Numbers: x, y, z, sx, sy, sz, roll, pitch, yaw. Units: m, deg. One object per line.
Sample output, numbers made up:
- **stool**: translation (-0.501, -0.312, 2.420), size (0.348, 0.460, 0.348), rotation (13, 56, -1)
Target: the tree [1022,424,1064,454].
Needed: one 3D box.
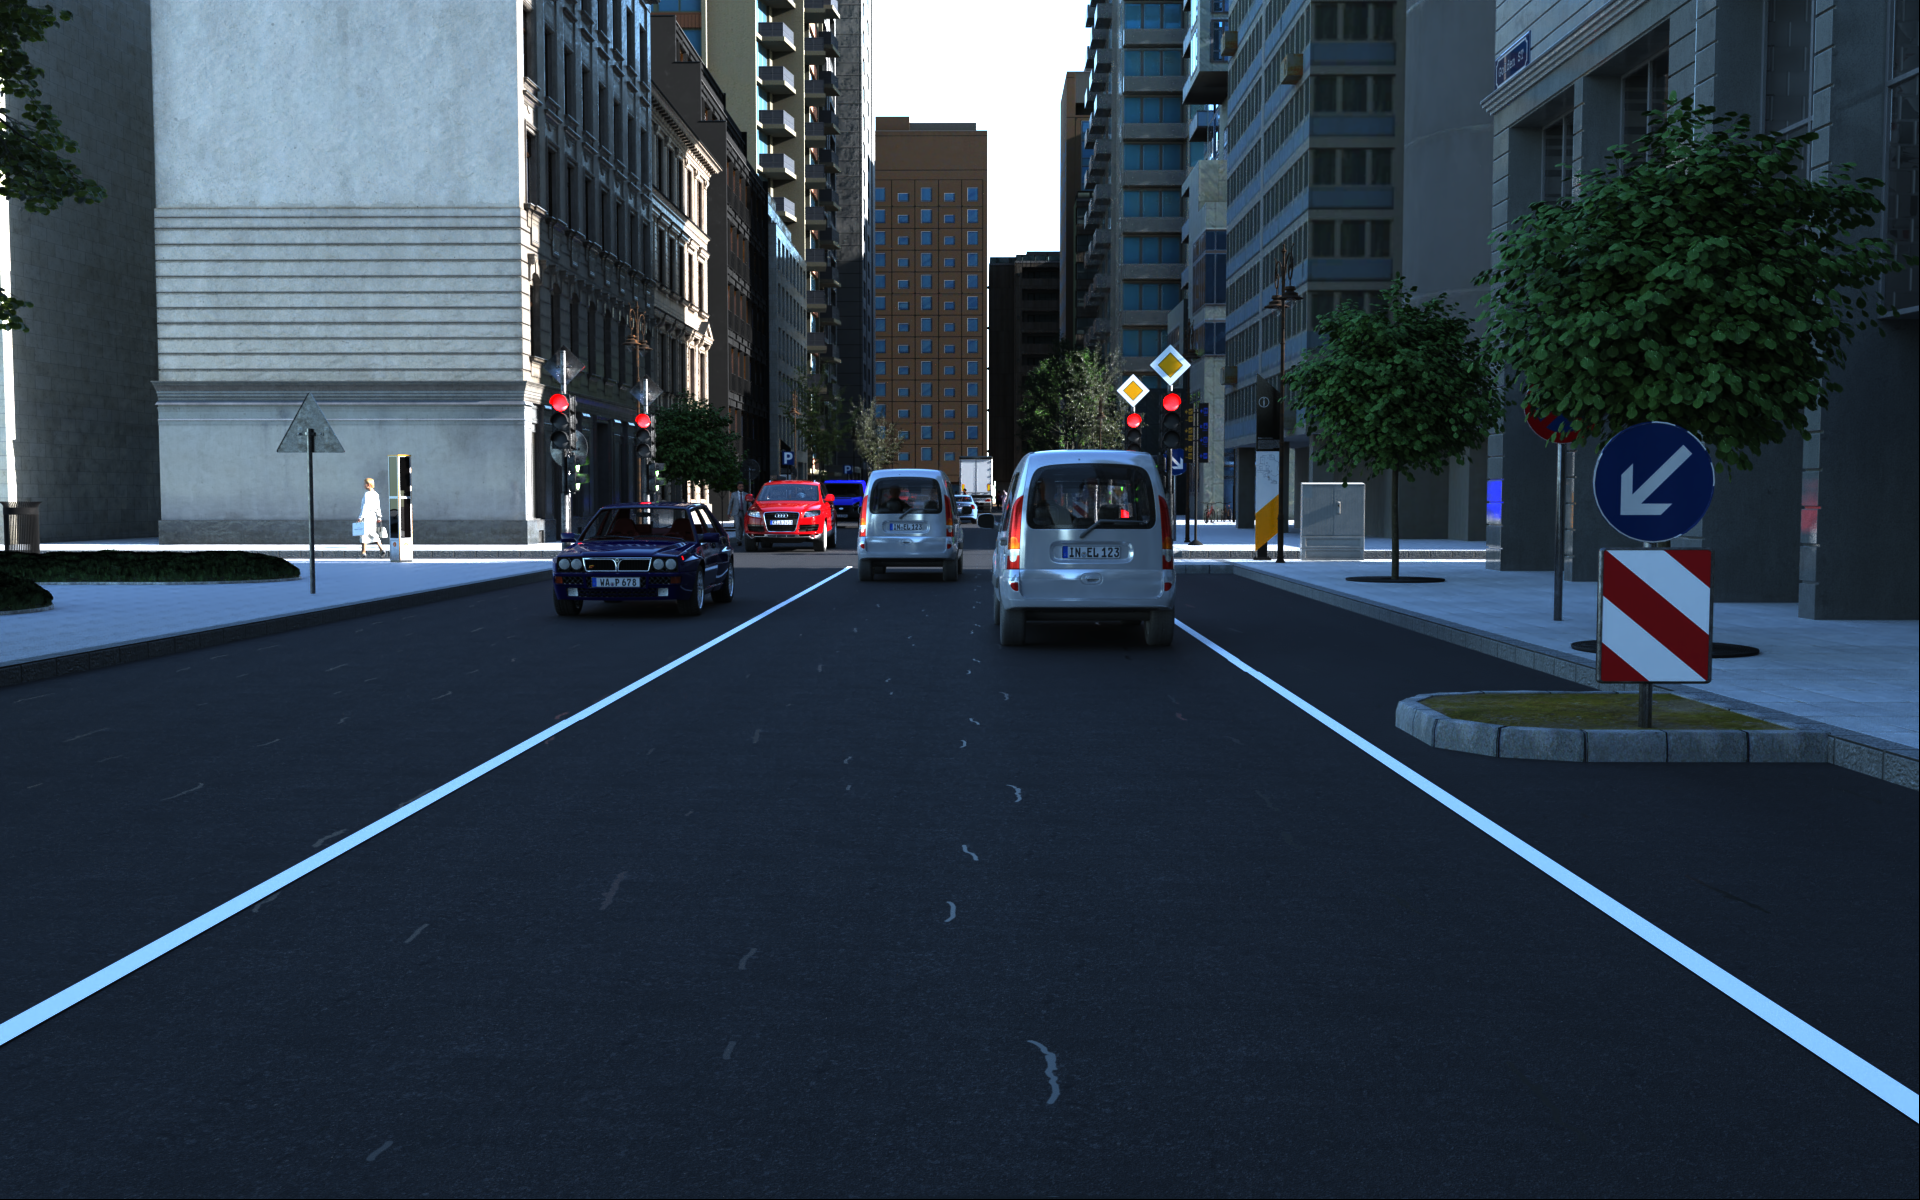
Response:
- **tree**: translation (7.848, -12.992, 162.782), size (4.737, 8.622, 4.395), rotation (0, 3, 0)

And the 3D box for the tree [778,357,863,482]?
- **tree**: translation (-7.647, -8.741, 93.274), size (4.737, 8.622, 4.395), rotation (0, 3, 0)

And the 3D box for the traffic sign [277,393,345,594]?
- **traffic sign**: translation (-8.334, -1.360, 22.232), size (0.884, 2.594, 0.081), rotation (0, 4, 2)

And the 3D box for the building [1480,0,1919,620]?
- **building**: translation (14.210, -14.468, 14.045), size (11.434, 29.767, 29.804), rotation (0, 4, 1)

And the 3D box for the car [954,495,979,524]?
- **car**: translation (-0.053, -4.438, 84.571), size (2.014, 1.417, 4.499), rotation (0, 4, -1)

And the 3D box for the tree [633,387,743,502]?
- **tree**: translation (-8.364, -4.262, 53.399), size (4.285, 4.588, 4.351), rotation (0, 3, 0)

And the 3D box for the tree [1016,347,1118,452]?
- **tree**: translation (7.522, -12.005, 122.030), size (9.928, 11.665, 9.643), rotation (0, 3, 0)

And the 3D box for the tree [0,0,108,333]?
- **tree**: translation (-9.699, -5.700, 11.329), size (7.486, 12.596, 7.792), rotation (0, 3, 0)

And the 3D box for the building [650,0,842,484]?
- **building**: translation (-20.643, -29.109, 130.562), size (22.147, 44.769, 28.867), rotation (0, 4, 1)

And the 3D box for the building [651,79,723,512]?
- **building**: translation (-16.338, -12.614, 70.870), size (10.561, 19.102, 19.286), rotation (0, 4, 1)

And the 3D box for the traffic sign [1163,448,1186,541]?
- **traffic sign**: translation (5.867, -2.885, 47.278), size (0.768, 2.556, 0.104), rotation (0, 4, 2)

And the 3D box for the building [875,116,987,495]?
- **building**: translation (-3.830, -34.161, 208.636), size (14.200, 45.320, 14.600), rotation (0, 4, 1)

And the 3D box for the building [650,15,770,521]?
- **building**: translation (-16.895, -15.837, 88.618), size (12.332, 23.373, 15.834), rotation (0, 4, 1)

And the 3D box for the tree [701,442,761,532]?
- **tree**: translation (-8.490, -4.282, 64.614), size (1.663, 3.219, 1.824), rotation (0, 3, 0)

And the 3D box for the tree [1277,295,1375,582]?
- **tree**: translation (6.437, -2.563, 25.621), size (4.285, 4.588, 4.351), rotation (0, 3, 0)

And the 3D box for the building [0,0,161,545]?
- **building**: translation (-32.364, -11.850, 48.499), size (16.860, 20.320, 10.420), rotation (0, 4, 1)

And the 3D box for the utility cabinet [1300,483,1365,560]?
- **utility cabinet**: translation (7.126, -1.496, 33.142), size (1.173, 1.500, 0.318), rotation (0, 4, 4)

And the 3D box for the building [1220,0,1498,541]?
- **building**: translation (21.426, -22.169, 54.350), size (23.993, 40.220, 32.217), rotation (0, 4, 1)

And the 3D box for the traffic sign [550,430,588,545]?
- **traffic sign**: translation (-7.577, -2.044, 33.526), size (0.768, 2.556, 0.104), rotation (0, 4, 8)

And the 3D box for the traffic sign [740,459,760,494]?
- **traffic sign**: translation (-7.651, -3.845, 62.980), size (0.768, 2.556, 0.104), rotation (1, 4, 10)

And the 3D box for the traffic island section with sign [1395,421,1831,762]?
- **traffic island section with sign**: translation (3.677, -0.096, 10.201), size (1.989, 1.847, 2.006), rotation (0, 4, 1)

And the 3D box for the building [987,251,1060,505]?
- **building**: translation (10.324, -26.746, 208.990), size (14.107, 30.474, 14.160), rotation (0, 4, 1)

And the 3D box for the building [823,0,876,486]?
- **building**: translation (-19.495, -45.218, 177.564), size (20.611, 71.187, 20.563), rotation (0, 4, 1)

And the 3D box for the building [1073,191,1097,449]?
- **building**: translation (17.825, -24.178, 167.017), size (14.160, 30.474, 14.107), rotation (0, 4, 1)

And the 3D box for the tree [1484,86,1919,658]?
- **tree**: translation (5.860, -1.856, 14.067), size (4.285, 4.588, 4.351), rotation (0, 3, 0)

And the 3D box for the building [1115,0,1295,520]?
- **building**: translation (21.359, -48.043, 98.170), size (22.319, 86.520, 31.000), rotation (0, 4, 1)

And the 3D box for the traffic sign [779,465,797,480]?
- **traffic sign**: translation (-7.304, -4.498, 73.649), size (0.768, 2.556, 0.104), rotation (0, 4, 6)

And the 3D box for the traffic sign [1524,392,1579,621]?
- **traffic sign**: translation (6.062, -1.063, 17.487), size (0.768, 2.556, 0.104), rotation (0, 4, 8)

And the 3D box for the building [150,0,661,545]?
- **building**: translation (-15.484, -12.410, 52.058), size (9.793, 20.994, 18.267), rotation (0, 4, 1)

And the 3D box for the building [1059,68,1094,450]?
- **building**: translation (17.618, -32.452, 180.695), size (14.600, 45.320, 14.200), rotation (0, 4, 1)

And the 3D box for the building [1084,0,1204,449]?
- **building**: translation (21.892, -32.063, 143.842), size (23.786, 49.044, 30.456), rotation (0, 4, 1)

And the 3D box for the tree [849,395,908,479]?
- **tree**: translation (-6.495, -10.908, 128.711), size (4.360, 8.622, 3.978), rotation (0, 3, 0)

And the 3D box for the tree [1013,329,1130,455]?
- **tree**: translation (6.438, -10.023, 98.291), size (7.601, 10.594, 8.767), rotation (0, 4, 7)

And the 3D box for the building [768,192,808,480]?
- **building**: translation (-15.374, -15.356, 105.826), size (10.420, 20.320, 16.860), rotation (0, 4, 1)

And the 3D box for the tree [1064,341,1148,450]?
- **tree**: translation (6.838, -8.205, 84.513), size (4.360, 8.622, 3.978), rotation (0, 3, 0)
